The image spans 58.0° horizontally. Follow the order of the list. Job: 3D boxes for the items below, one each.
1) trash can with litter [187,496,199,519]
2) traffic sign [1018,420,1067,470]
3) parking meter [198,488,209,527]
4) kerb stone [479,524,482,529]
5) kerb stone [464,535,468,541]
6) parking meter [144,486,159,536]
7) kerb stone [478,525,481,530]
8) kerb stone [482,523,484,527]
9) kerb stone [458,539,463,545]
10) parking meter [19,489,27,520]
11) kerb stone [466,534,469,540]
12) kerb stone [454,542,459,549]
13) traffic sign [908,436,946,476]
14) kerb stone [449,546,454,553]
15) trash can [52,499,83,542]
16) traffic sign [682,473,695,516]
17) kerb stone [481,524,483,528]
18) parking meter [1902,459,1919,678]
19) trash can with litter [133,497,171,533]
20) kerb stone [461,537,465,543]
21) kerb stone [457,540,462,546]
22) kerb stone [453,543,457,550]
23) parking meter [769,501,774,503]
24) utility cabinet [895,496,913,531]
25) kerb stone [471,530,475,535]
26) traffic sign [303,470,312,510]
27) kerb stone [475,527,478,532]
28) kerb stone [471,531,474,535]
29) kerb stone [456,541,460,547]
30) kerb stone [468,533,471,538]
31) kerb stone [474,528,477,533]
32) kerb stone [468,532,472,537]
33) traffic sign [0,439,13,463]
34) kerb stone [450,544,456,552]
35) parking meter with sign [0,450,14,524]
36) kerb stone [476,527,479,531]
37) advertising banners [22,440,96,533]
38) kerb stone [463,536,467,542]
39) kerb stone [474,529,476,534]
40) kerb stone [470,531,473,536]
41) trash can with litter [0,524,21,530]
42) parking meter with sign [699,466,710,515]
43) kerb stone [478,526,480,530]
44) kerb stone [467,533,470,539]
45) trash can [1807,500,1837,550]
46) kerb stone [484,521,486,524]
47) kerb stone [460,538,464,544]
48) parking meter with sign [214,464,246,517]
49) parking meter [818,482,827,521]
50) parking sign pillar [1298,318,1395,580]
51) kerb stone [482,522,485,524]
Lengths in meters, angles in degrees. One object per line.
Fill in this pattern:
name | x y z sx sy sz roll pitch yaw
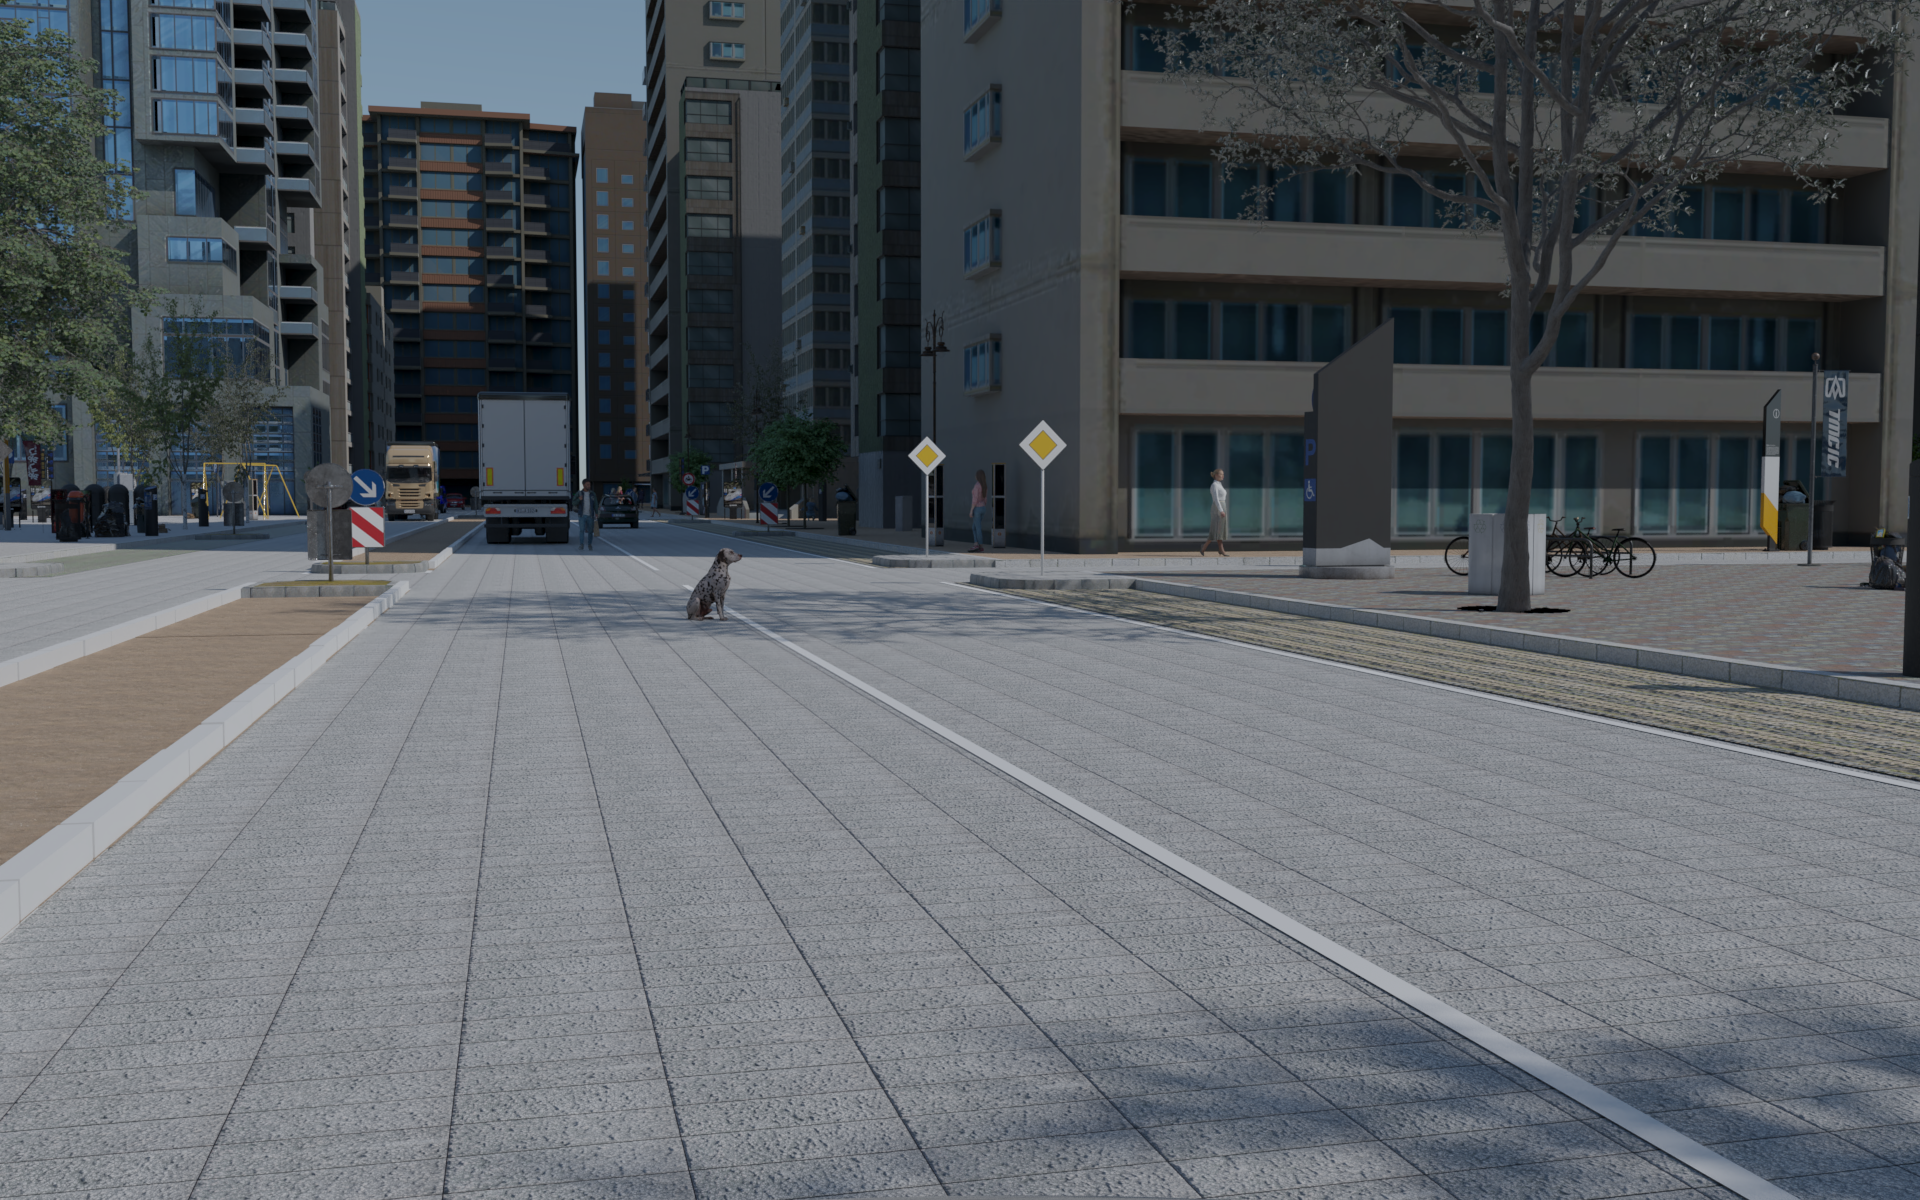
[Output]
trash can with litter | -39.496 -4.770 89.377 0.624 1.170 1.055 1 4 14
traffic sign | 1.316 -1.524 27.112 0.795 2.593 0.064 -1 4 -14
parking meter | -29.782 -3.655 68.175 0.372 1.533 0.369 0 3 0
kerb stone | -18.784 -2.768 67.444 0.120 0.150 1.000 -1 4 -14
kerb stone | -14.510 -1.729 50.541 0.120 0.150 1.000 -1 4 -14
parking meter | -24.690 -2.719 52.872 0.372 1.533 0.369 0 3 0
kerb stone | -18.278 -2.646 65.458 0.120 0.150 1.000 -1 4 -14
kerb stone | -19.541 -2.951 70.439 0.120 0.150 1.000 -1 4 -14
kerb stone | -13.501 -1.489 46.537 0.120 0.150 1.000 -1 4 -14
parking meter | -46.064 -4.691 85.103 0.372 1.533 0.369 0 3 0
kerb stone | -14.764 -1.793 51.531 0.120 0.150 1.000 -1 4 -14
kerb stone | -12.755 -1.304 43.550 0.120 0.150 1.000 -1 4 -14
traffic sign | -0.641 -1.998 34.854 0.795 2.593 0.064 -1 4 -14
kerb stone | -11.984 -1.124 40.571 0.120 0.150 1.000 -1 4 -14
trash can | -23.930 -2.129 46.465 0.748 1.137 0.748 0 3 0
traffic sign | -16.176 -6.310 103.275 0.768 2.556 0.104 0 4 -5
kerb stone | -19.035 -2.829 68.442 0.120 0.150 1.000 -1 4 -14
parking meter | 6.846 -0.229 12.148 0.372 1.533 0.369 0 3 0
trash can with litter | -26.587 -2.788 56.976 1.055 1.170 0.624 -3 5 -40
kerb stone | -14.014 -1.611 48.541 0.120 0.150 1.000 -1 4 -14
kerb stone | -13.251 -1.428 45.546 0.120 0.150 1.000 -1 4 -14
kerb stone | -12.496 -1.246 42.561 0.120 0.150 1.000 -1 4 -14
parking meter | -8.997 -4.504 82.043 0.372 1.533 0.369 0 3 0
utility cabinet | -1.949 -2.990 60.043 0.306 1.237 1.020 1 4 17
kerb stone | -16.272 -2.159 57.499 0.120 0.150 1.000 -1 4 -14
traffic sign | -34.479 -5.622 92.028 0.768 2.556 0.104 0 4 -7
kerb stone | -17.281 -2.403 61.487 0.120 0.150 1.000 -1 4 -14
kerb stone | -16.023 -2.098 56.499 0.120 0.150 1.000 -1 4 -14
kerb stone | -12.997 -1.368 44.555 0.120 0.150 1.000 -1 4 -14
kerb stone | -15.265 -1.910 53.517 0.120 0.150 1.000 -1 4 -14
kerb stone | -17.026 -2.338 60.497 0.120 0.150 1.000 -1 4 -14
kerb stone | -15.515 -1.973 54.514 0.120 0.150 1.000 -1 4 -14
traffic sign | -17.221 -1.744 30.700 0.795 2.593 0.064 -1 4 -14
kerb stone | -12.246 -1.184 41.564 0.120 0.150 1.000 -1 4 -14
parking meter with sign | -37.889 -4.417 68.482 0.543 3.016 1.738 -3 5 -42
kerb stone | -17.523 -2.464 62.483 0.120 0.150 1.000 -1 4 -14
advertising banners | -29.454 -3.698 56.644 2.074 3.025 0.090 -1 4 -20
kerb stone | -14.260 -1.663 49.536 0.120 0.150 1.000 -1 4 -14
kerb stone | -16.777 -2.277 59.493 0.120 0.150 1.000 -1 4 -14
kerb stone | -15.768 -2.037 55.504 0.120 0.150 1.000 -1 4 -14
trash can with litter | -34.896 -3.137 62.340 1.678 1.210 2.233 -3 4 -38
parking meter with sign | -15.540 -6.664 105.215 0.543 3.016 1.738 0 4 -2
kerb stone | -18.029 -2.578 64.467 0.120 0.150 1.000 -1 4 -14
kerb stone | -15.018 -1.855 52.525 0.120 0.150 1.000 -1 4 -14
trash can | 19.688 -1.718 39.741 0.748 1.137 0.748 0 3 0
kerb stone | -20.546 -3.194 74.415 0.120 0.150 1.000 -1 4 -14
kerb stone | -13.756 -1.545 47.546 0.120 0.150 1.000 -1 4 -14
parking meter with sign | -40.660 -6.146 96.751 1.738 3.016 0.543 -3 5 -40
parking meter | -6.478 -4.642 81.608 0.255 1.863 0.399 -3 5 -40
parking sign pillar | 5.942 -2.328 26.529 1.447 3.967 1.447 -1 4 -18
kerb stone | -20.042 -3.069 72.427 0.120 0.150 1.000 -1 4 -14
